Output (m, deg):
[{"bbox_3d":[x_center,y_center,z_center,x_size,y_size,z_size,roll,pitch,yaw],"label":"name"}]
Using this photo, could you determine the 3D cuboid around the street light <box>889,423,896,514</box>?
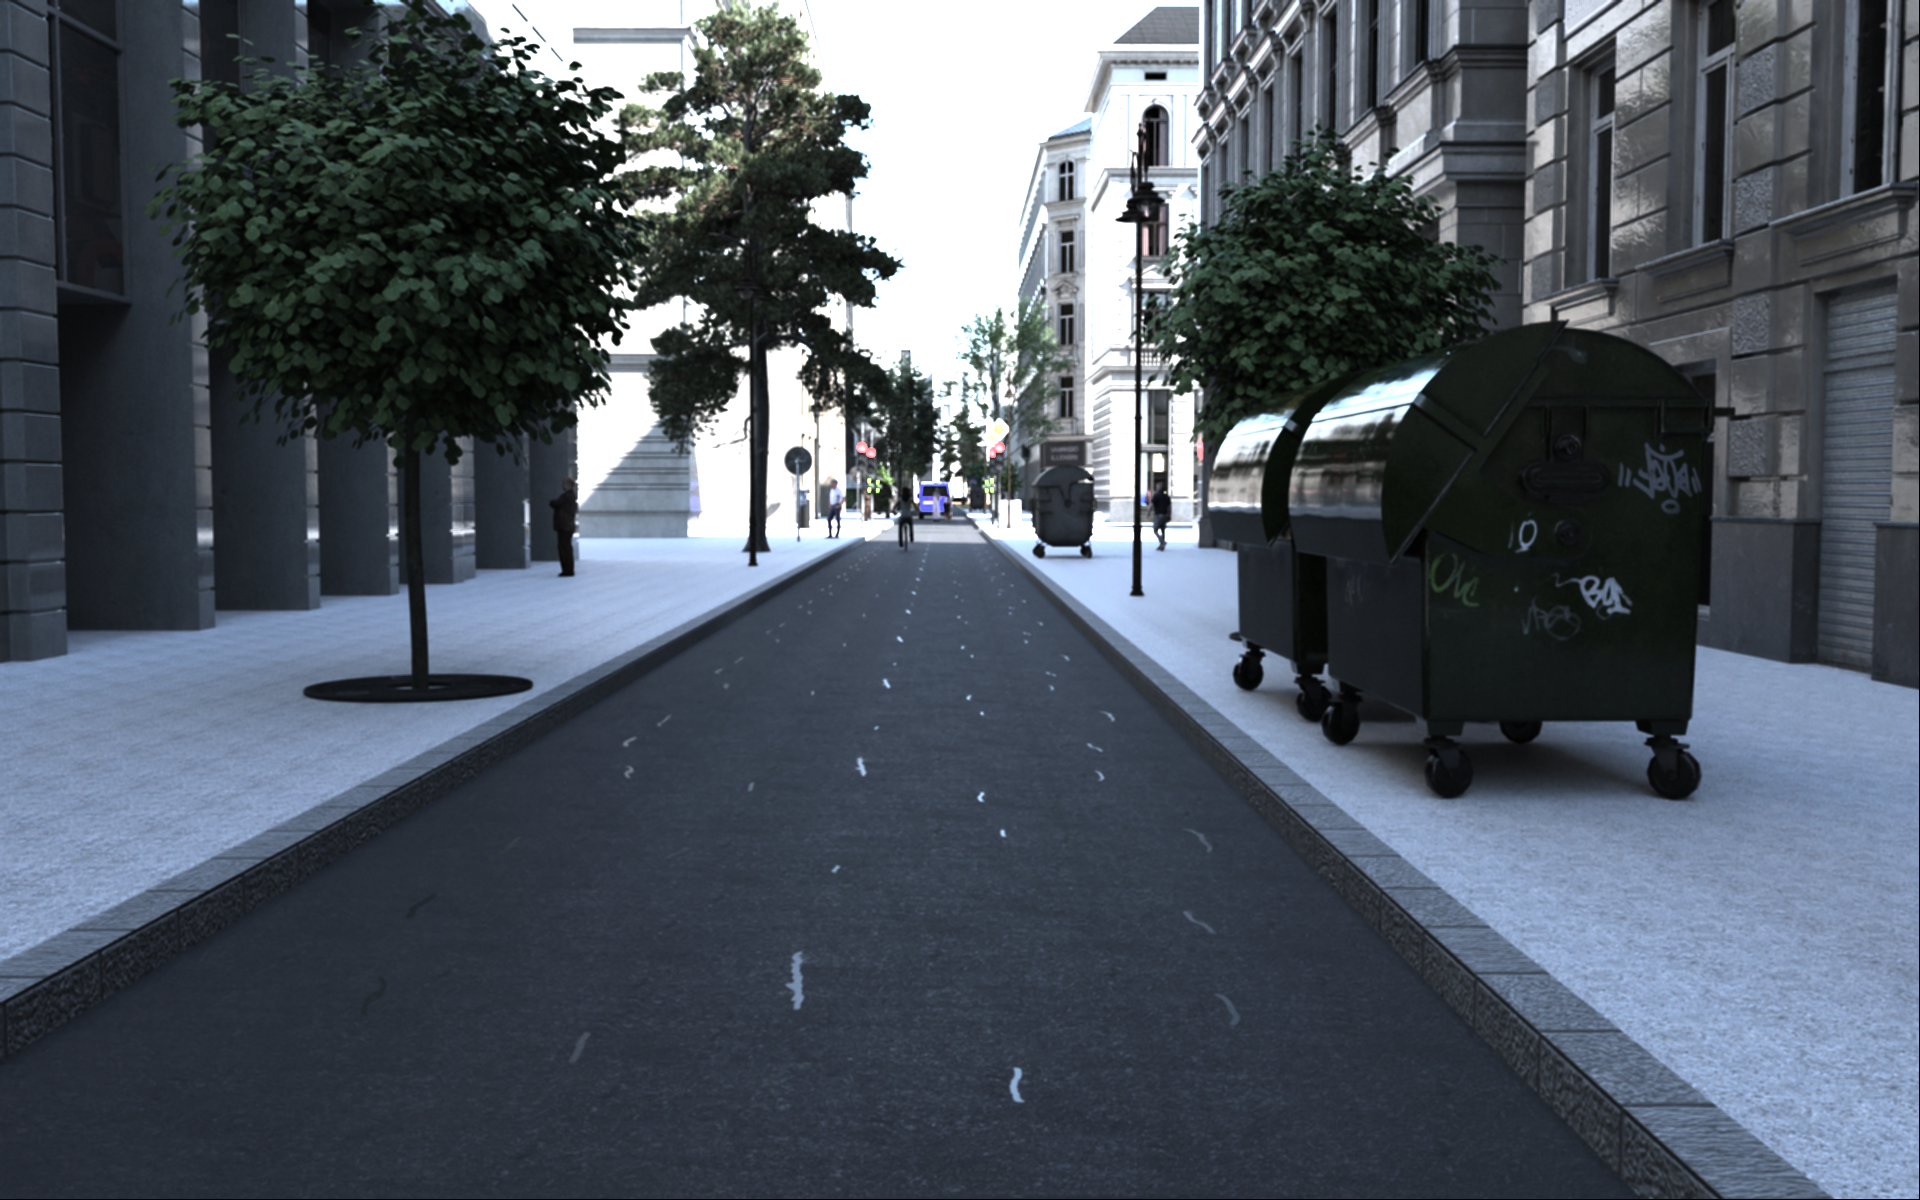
[{"bbox_3d":[-4.381,-8.578,113.037,0.468,5.910,1.993,0,4,-1],"label":"street light"}]

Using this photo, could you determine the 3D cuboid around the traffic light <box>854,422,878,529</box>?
[{"bbox_3d":[-3.553,-4.533,63.353,0.839,4.213,0.868,0,4,-1],"label":"traffic light"}]

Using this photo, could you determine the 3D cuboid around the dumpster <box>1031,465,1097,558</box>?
[{"bbox_3d":[2.112,-1.802,35.214,1.264,1.857,1.865,0,4,-1],"label":"dumpster"}]

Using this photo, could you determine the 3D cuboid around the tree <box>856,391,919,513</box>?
[{"bbox_3d":[-4.919,-10.253,118.001,4.360,8.622,3.978,0,3,0],"label":"tree"}]

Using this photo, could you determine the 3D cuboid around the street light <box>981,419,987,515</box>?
[{"bbox_3d":[1.517,-8.107,105.340,0.468,5.910,1.993,0,4,-1],"label":"street light"}]

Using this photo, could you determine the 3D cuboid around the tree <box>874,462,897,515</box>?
[{"bbox_3d":[-4.871,-6.771,105.309,1.663,3.219,1.824,0,3,0],"label":"tree"}]

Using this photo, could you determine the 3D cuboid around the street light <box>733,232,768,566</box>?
[{"bbox_3d":[-3.700,-3.547,30.787,0.468,5.910,1.993,0,4,-1],"label":"street light"}]

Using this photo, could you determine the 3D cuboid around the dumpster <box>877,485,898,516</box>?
[{"bbox_3d":[-4.321,-5.934,102.772,1.264,1.857,1.865,0,4,-1],"label":"dumpster"}]

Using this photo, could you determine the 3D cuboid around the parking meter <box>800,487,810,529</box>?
[{"bbox_3d":[-5.712,-3.389,63.820,0.372,1.533,0.369,0,3,0],"label":"parking meter"}]

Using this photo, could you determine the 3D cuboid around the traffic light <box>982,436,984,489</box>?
[{"bbox_3d":[1.334,-5.025,71.399,0.839,4.213,0.868,0,4,-1],"label":"traffic light"}]

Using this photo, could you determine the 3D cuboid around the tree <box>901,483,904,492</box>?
[{"bbox_3d":[-6.020,-9.864,155.874,1.663,3.219,1.824,0,3,0],"label":"tree"}]

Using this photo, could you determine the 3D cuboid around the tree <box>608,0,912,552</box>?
[{"bbox_3d":[-4.428,-7.102,38.174,6.751,12.117,7.091,0,3,0],"label":"tree"}]

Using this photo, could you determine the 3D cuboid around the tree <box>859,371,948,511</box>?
[{"bbox_3d":[-4.324,-12.002,130.638,7.601,10.594,8.767,0,4,4],"label":"tree"}]

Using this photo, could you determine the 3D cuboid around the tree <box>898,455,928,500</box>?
[{"bbox_3d":[-5.772,-16.218,215.519,4.737,8.622,4.395,0,3,0],"label":"tree"}]

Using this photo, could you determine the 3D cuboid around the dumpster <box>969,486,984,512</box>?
[{"bbox_3d":[1.250,-7.208,123.609,1.264,1.857,1.865,0,4,0],"label":"dumpster"}]

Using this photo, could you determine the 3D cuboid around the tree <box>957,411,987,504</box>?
[{"bbox_3d":[0.483,-18.449,223.703,6.751,12.117,7.091,0,3,0],"label":"tree"}]

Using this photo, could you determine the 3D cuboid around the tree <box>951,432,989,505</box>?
[{"bbox_3d":[1.325,-15.598,205.395,4.360,8.622,3.978,0,3,0],"label":"tree"}]

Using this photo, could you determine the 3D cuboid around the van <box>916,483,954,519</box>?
[{"bbox_3d":[-1.434,-5.865,100.282,2.240,2.365,5.245,0,4,-1],"label":"van"}]

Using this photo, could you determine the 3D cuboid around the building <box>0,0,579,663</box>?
[{"bbox_3d":[-12.709,-14.728,18.297,11.434,29.767,29.804,0,4,-1],"label":"building"}]

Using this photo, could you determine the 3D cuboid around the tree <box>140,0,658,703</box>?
[{"bbox_3d":[-3.501,-1.687,11.290,4.285,4.588,4.351,0,3,0],"label":"tree"}]

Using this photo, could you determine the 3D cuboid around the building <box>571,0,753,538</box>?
[{"bbox_3d":[-17.671,-13.349,54.411,21.152,22.565,11.583,0,4,-1],"label":"building"}]

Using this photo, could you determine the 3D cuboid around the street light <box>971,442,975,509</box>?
[{"bbox_3d":[1.112,-10.604,146.165,0.468,5.910,1.993,0,4,-1],"label":"street light"}]

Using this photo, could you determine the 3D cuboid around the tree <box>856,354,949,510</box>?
[{"bbox_3d":[-4.539,-13.600,140.491,7.486,12.596,7.792,0,3,0],"label":"tree"}]

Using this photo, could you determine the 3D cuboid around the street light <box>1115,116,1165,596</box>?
[{"bbox_3d":[2.238,-2.993,21.727,0.468,5.910,1.993,0,4,-1],"label":"street light"}]

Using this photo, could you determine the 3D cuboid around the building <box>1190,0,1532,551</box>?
[{"bbox_3d":[10.093,-11.570,40.072,10.553,20.767,40.483,0,4,-1],"label":"building"}]

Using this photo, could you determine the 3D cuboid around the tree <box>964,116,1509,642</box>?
[{"bbox_3d":[3.033,-1.927,15.224,4.285,4.588,4.351,0,3,0],"label":"tree"}]

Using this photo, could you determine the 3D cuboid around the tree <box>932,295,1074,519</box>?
[{"bbox_3d":[2.073,-10.086,90.660,9.928,11.665,9.643,0,3,0],"label":"tree"}]

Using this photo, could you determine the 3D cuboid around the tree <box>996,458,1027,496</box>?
[{"bbox_3d":[2.497,-5.467,83.994,1.663,3.219,1.824,0,3,0],"label":"tree"}]

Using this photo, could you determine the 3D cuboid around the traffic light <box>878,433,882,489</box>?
[{"bbox_3d":[-3.627,-5.021,71.337,0.839,4.213,0.868,0,4,-1],"label":"traffic light"}]

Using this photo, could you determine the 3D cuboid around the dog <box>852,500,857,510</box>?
[{"bbox_3d":[-8.629,-7.849,142.711,0.513,0.831,0.800,-1,4,-23],"label":"dog"}]

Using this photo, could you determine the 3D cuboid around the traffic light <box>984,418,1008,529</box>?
[{"bbox_3d":[1.408,-4.536,63.415,0.839,4.213,0.868,0,4,-1],"label":"traffic light"}]

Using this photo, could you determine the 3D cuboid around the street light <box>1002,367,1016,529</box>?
[{"bbox_3d":[1.783,-5.517,62.984,0.468,5.910,1.993,0,4,-1],"label":"street light"}]
